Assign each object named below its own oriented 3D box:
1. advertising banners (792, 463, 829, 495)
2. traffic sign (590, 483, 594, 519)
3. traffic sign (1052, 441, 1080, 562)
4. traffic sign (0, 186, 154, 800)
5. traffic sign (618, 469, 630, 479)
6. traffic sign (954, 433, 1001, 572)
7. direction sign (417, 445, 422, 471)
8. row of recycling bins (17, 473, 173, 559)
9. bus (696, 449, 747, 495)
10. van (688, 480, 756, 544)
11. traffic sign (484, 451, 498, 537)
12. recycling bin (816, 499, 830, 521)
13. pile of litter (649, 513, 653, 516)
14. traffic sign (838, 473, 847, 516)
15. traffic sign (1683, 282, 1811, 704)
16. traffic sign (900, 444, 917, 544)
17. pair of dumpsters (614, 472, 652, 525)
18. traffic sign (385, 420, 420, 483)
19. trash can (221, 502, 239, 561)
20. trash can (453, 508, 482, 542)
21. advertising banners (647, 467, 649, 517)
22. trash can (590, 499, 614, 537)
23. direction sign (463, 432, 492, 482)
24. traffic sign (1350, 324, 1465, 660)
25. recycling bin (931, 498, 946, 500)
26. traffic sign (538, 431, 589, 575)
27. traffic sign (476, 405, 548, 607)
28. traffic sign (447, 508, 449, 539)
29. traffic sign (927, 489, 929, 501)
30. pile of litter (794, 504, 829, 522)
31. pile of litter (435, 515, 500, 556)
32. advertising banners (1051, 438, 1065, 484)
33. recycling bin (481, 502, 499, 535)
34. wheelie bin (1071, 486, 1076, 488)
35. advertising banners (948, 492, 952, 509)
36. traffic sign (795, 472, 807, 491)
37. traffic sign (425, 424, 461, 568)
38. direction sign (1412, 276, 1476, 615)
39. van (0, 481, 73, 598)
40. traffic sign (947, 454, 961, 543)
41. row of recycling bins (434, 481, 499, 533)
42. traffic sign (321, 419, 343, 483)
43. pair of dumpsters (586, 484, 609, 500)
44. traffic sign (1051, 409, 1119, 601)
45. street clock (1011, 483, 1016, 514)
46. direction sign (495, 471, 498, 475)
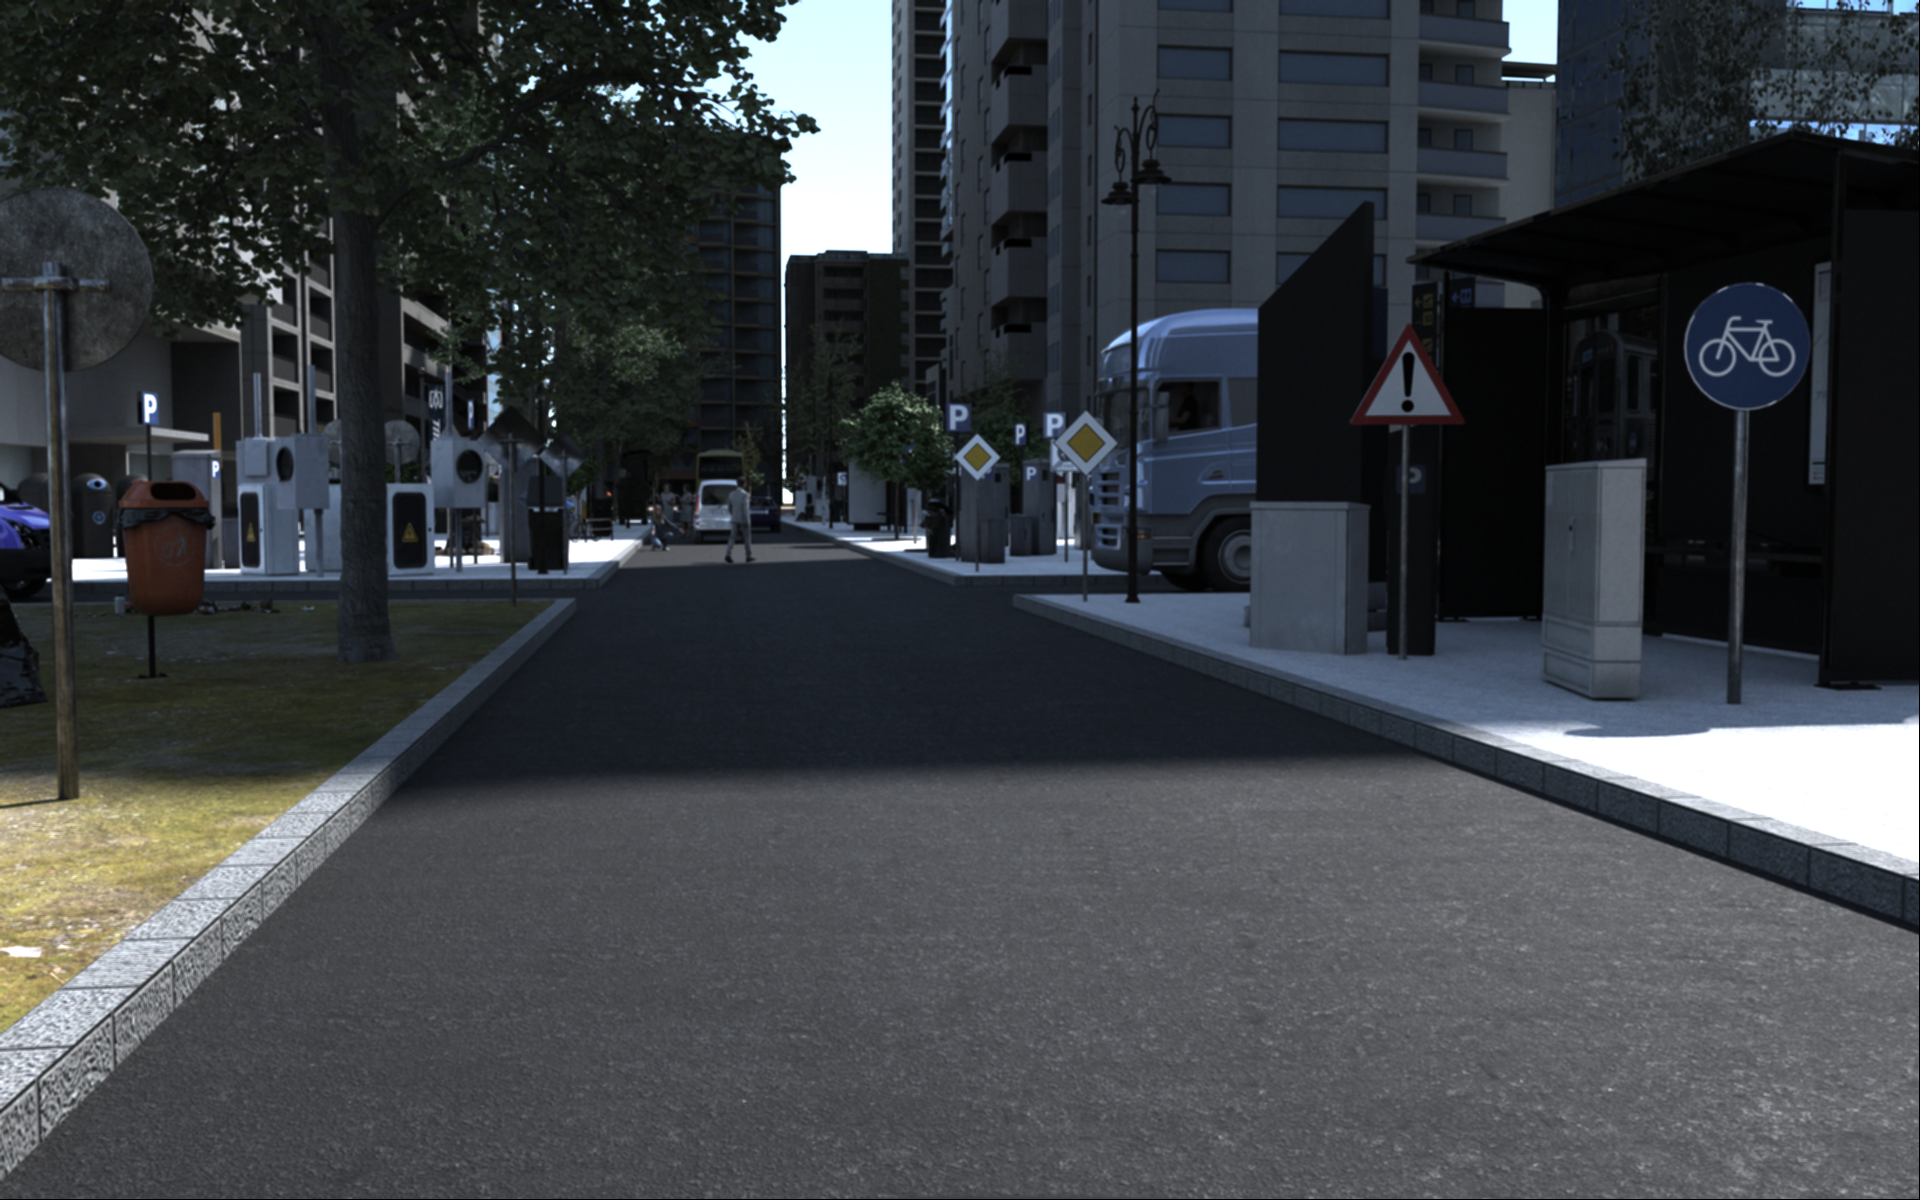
[{"bbox_3d":[-8.483,-6.230,98.048,2.074,3.025,0.090,0,4,2],"label":"advertising banners"},{"bbox_3d":[-15.712,-4.378,73.708,0.606,2.300,0.079,0,4,-6],"label":"traffic sign"},{"bbox_3d":[2.004,-1.862,32.578,0.606,2.300,0.079,0,4,0],"label":"traffic sign"},{"bbox_3d":[-3.753,-0.435,7.213,0.768,2.556,0.104,0,4,-8],"label":"traffic sign"},{"bbox_3d":[-16.999,-5.331,87.273,0.768,2.556,0.104,0,4,-6],"label":"traffic sign"},{"bbox_3d":[0.281,-1.523,28.537,0.795,2.450,0.064,-1,4,-9],"label":"traffic sign"},{"bbox_3d":[-25.075,-5.411,80.461,0.379,3.537,0.876,-2,4,-30],"label":"direction sign"},{"bbox_3d":[-17.082,-1.702,34.939,1.069,1.692,3.534,3,5,42],"label":"row of recycling bins"},{"bbox_3d":[-13.057,-6.312,94.748,2.896,3.916,12.252,0,4,-8],"label":"bus"},{"bbox_3d":[-7.082,-2.725,51.557,2.013,2.044,4.112,0,4,-7],"label":"van"},{"bbox_3d":[-14.115,-3.153,51.651,0.768,2.556,0.104,0,4,1],"label":"traffic sign"},{"bbox_3d":[-6.454,-4.286,82.630,0.722,1.027,0.722,1,4,9],"label":"recycling bin"},{"bbox_3d":[-18.495,-5.352,101.478,1.176,0.858,1.719,0,4,2],"label":"pile of litter"},{"bbox_3d":[-5.468,-4.868,81.727,0.606,2.300,0.079,0,4,-2],"label":"traffic sign"},{"bbox_3d":[4.737,-0.637,10.522,0.768,2.556,0.104,0,4,-1],"label":"traffic sign"},{"bbox_3d":[-1.148,-2.709,44.405,0.768,2.556,0.104,0,4,-1],"label":"traffic sign"},{"bbox_3d":[-13.853,-4.335,73.375,1.574,2.255,4.437,-1,4,-9],"label":"pair of dumpsters"},{"bbox_3d":[-9.646,-1.811,29.720,0.768,2.556,0.104,0,4,-3],"label":"traffic sign"},{"bbox_3d":[-13.342,-1.245,32.017,0.748,1.137,0.748,0,3,0],"label":"trash can"},{"bbox_3d":[-11.083,-1.671,38.977,0.748,1.137,0.748,0,3,0],"label":"trash can"},{"bbox_3d":[-17.835,-6.283,98.909,0.090,3.025,2.074,-1,4,-11],"label":"advertising banners"},{"bbox_3d":[-10.801,-2.483,52.251,0.748,1.137,0.748,0,3,0],"label":"trash can"},{"bbox_3d":[-17.754,-4.378,63.585,0.876,3.537,0.379,-1,4,-16],"label":"direction sign"},{"bbox_3d":[3.427,-0.815,13.334,0.884,2.594,0.081,0,4,-1],"label":"traffic sign"},{"bbox_3d":[-1.300,-5.404,100.905,0.722,1.027,0.722,2,4,33],"label":"recycling bin"},{"bbox_3d":[-6.290,-1.462,27.552,0.795,2.450,0.064,-1,4,-9],"label":"traffic sign"},{"bbox_3d":[-5.078,-0.980,19.659,0.795,2.450,0.064,-1,4,-9],"label":"traffic sign"},{"bbox_3d":[-13.897,-2.870,47.027,0.768,2.556,0.104,0,4,-1],"label":"traffic sign"},{"bbox_3d":[-1.159,-3.680,62.291,0.606,2.300,0.079,0,4,-3],"label":"traffic sign"},{"bbox_3d":[-6.859,-4.057,80.296,1.719,0.858,1.176,-1,4,-9],"label":"pile of litter"},{"bbox_3d":[-10.304,-1.367,36.317,1.719,0.858,1.176,1,4,19],"label":"pile of litter"},{"bbox_3d":[3.297,-3.016,45.501,2.074,3.025,0.090,-1,4,-18],"label":"advertising banners"},{"bbox_3d":[-14.864,-2.576,54.676,0.722,1.027,0.722,1,4,10],"label":"recycling bin"},{"bbox_3d":[4.629,-3.828,70.491,0.980,1.594,0.693,2,4,25],"label":"wheelie bin"},{"bbox_3d":[0.185,-6.362,100.211,2.074,3.025,0.090,2,4,29],"label":"advertising banners"},{"bbox_3d":[-8.760,-5.855,95.827,0.768,2.556,0.104,-1,4,-8],"label":"traffic sign"},{"bbox_3d":[-8.842,-1.838,30.060,0.884,2.594,0.081,0,4,1],"label":"traffic sign"},{"bbox_3d":[5.129,-1.620,18.488,0.379,3.537,0.876,-2,4,-30],"label":"direction sign"},{"bbox_3d":[-14.726,-1.139,23.012,5.245,2.365,2.240,0,4,-7],"label":"van"},{"bbox_3d":[-0.087,-2.331,40.241,0.606,2.300,0.079,0,4,-6],"label":"traffic sign"},{"bbox_3d":[-15.730,-3.018,56.451,3.534,1.692,1.069,2,4,26],"label":"row of recycling bins"},{"bbox_3d":[-10.409,-1.781,29.228,0.768,2.556,0.104,0,4,-3],"label":"traffic sign"},{"bbox_3d":[-20.402,-5.751,96.524,1.574,2.255,4.437,-1,4,-9],"label":"pair of dumpsters"},{"bbox_3d":[1.493,-1.040,20.644,0.795,2.450,0.064,-1,4,-9],"label":"traffic sign"},{"bbox_3d":[3.016,-5.708,97.890,0.358,2.002,0.471,0,4,6],"label":"street clock"},{"bbox_3d":[-19.464,-4.889,71.937,0.876,3.537,0.379,-1,4,-16],"label":"direction sign"}]
